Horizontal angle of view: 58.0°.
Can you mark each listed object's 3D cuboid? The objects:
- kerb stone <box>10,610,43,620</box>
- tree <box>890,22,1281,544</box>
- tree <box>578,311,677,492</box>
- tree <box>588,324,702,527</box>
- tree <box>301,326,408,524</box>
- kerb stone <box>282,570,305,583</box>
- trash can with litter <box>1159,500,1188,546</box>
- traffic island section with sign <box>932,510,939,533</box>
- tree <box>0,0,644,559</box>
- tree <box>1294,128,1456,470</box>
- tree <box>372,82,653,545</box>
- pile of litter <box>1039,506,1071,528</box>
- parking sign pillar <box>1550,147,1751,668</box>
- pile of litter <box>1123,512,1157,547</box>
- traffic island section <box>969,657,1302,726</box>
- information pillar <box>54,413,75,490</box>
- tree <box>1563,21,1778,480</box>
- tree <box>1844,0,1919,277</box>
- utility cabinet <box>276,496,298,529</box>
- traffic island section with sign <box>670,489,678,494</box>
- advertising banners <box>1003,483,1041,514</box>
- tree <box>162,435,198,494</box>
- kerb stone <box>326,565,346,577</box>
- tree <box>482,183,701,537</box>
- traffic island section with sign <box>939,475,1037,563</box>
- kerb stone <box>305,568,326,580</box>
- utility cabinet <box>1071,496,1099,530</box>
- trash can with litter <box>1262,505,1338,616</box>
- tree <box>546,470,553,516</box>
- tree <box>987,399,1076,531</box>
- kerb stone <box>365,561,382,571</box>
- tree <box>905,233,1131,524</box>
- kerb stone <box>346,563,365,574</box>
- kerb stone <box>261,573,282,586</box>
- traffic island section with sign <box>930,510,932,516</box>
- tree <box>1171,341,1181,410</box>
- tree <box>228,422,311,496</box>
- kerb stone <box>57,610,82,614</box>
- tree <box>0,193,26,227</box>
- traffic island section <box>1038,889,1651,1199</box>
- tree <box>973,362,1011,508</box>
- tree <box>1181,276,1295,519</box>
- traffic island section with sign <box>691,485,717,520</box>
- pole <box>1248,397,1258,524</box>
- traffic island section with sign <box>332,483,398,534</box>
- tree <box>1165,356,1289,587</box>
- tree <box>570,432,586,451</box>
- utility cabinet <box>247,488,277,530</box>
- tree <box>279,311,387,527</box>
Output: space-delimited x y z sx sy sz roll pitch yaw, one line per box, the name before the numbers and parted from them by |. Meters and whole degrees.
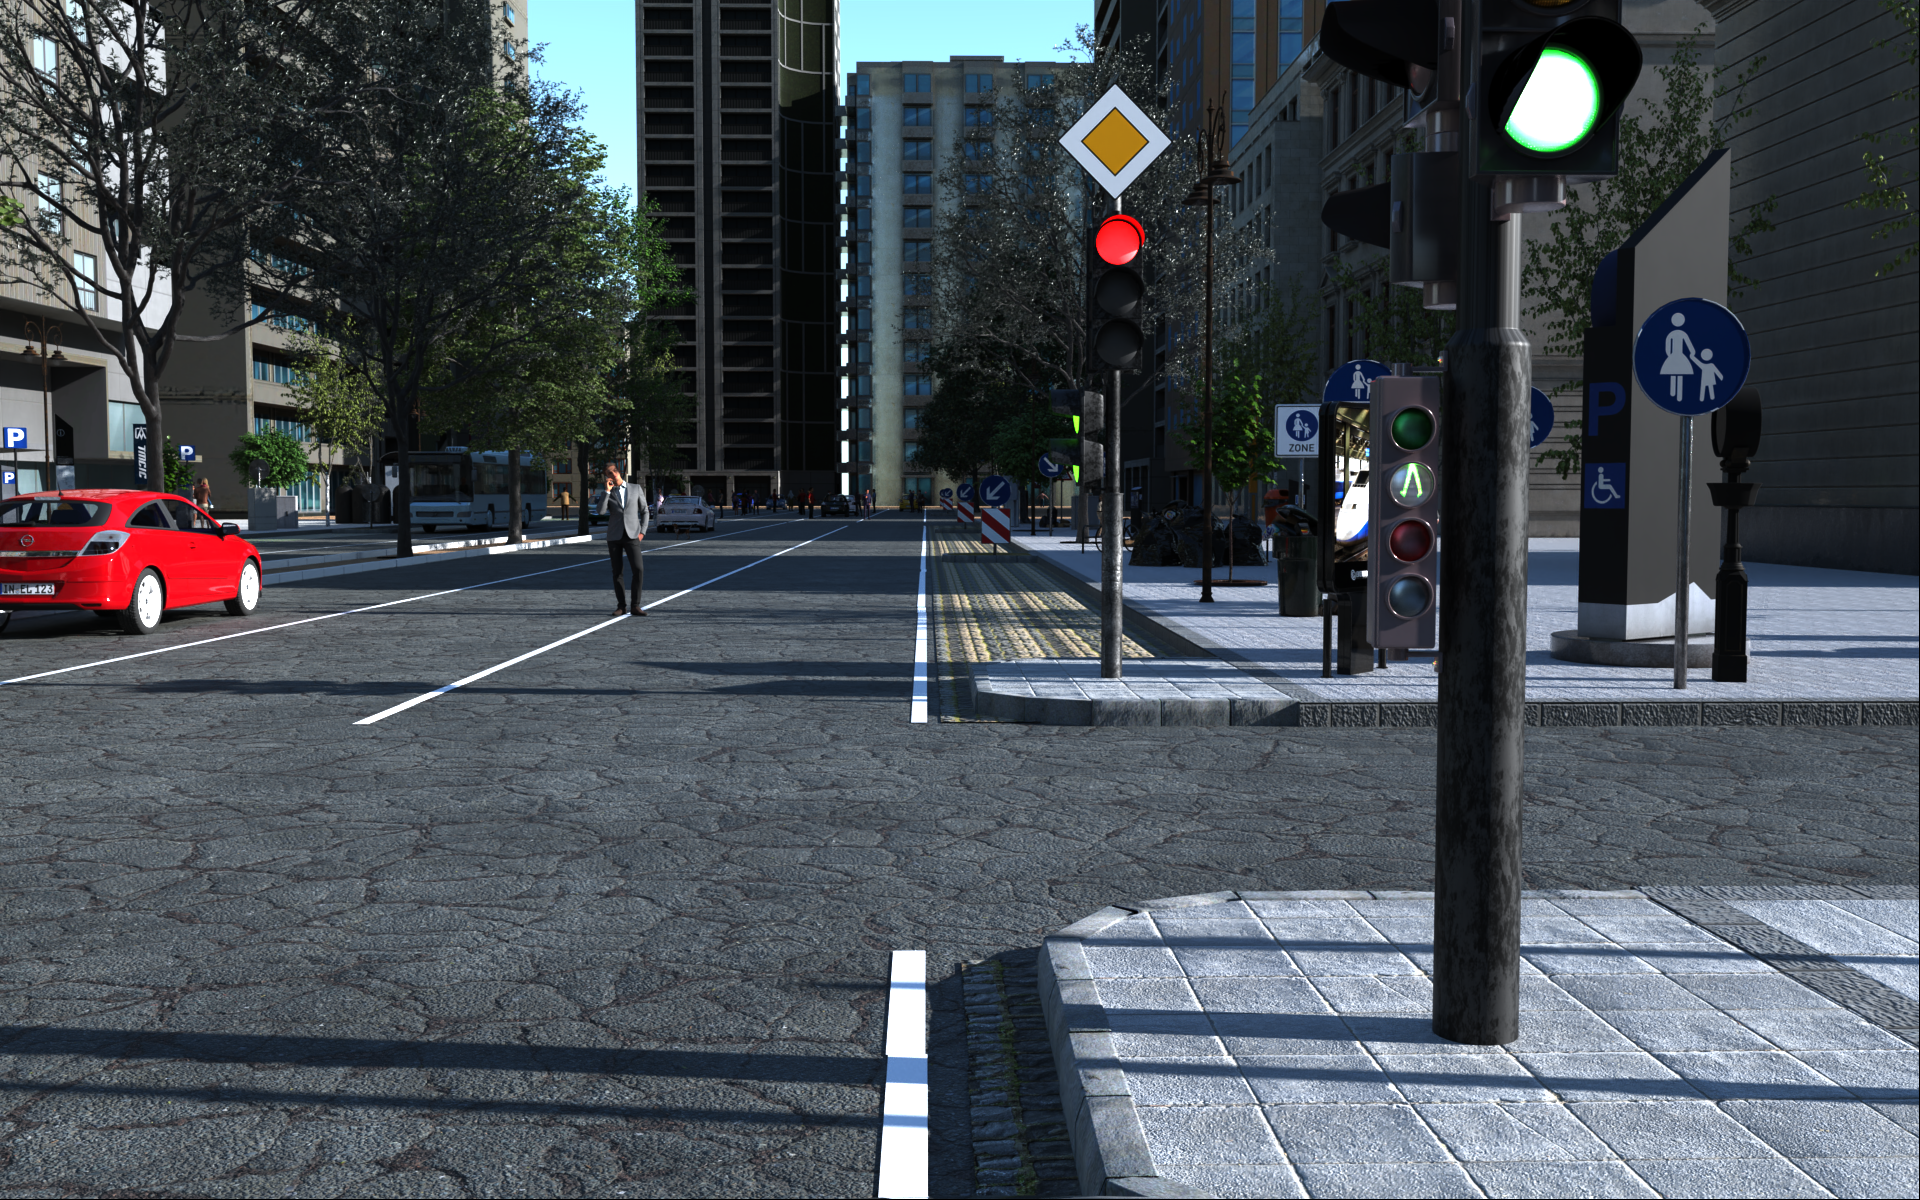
kerb stone | -10.833 0.137 20.121 0.120 0.150 1.000 0 4 -1
tree | 3.297 -8.214 44.668 12.009 13.543 11.850 0 3 0
tree | -12.741 -6.867 65.097 4.360 8.622 3.978 0 3 0
tree | -12.740 -7.302 72.213 4.737 8.622 4.395 0 3 0
tree | -25.430 -7.544 73.702 4.360 8.622 3.978 0 3 0
kerb stone | -11.002 -0.376 28.339 0.120 0.150 1.000 0 4 -1
trash can with litter | 4.027 -1.391 34.134 0.624 1.170 1.055 -2 4 -31
traffic island section with sign | 0.078 -3.367 63.674 1.989 1.847 2.006 0 4 -1
tree | -12.236 -7.640 37.741 12.009 13.543 11.850 0 3 0
tree | 9.541 -5.167 34.835 4.737 8.622 4.395 0 3 0
tree | -12.509 -7.811 48.288 7.486 12.596 7.792 0 3 0
pile of litter | 3.754 -3.222 66.650 1.719 0.858 1.176 -2 4 -29
parking sign pillar | 5.350 -1.521 13.345 1.447 3.967 1.447 -3 4 -37
pile of litter | 4.488 -1.720 42.081 1.176 0.858 1.719 -2 4 -28
traffic island section | 1.083 0.621 12.130 2.009 0.180 2.903 0 4 -1
information pillar | -26.060 -3.612 50.416 0.504 3.616 0.183 -3 5 -40
tree | 11.024 -4.748 27.987 4.737 8.622 4.395 0 3 0
tree | 12.039 -4.170 18.537 4.737 8.622 4.395 0 3 0
utility cabinet | -25.157 -3.253 64.342 1.020 1.237 0.306 0 4 -4
traffic island section with sign | -23.160 -8.059 140.398 1.989 1.847 2.006 0 4 -1
advertising banners | 3.093 -5.461 85.467 2.074 3.025 0.090 0 4 5
tree | -25.669 -3.782 56.435 1.663 3.219 1.824 0 3 0
kerb stone | -11.042 -0.496 30.386 0.120 0.150 1.000 0 4 -1
tree | -12.407 -7.884 57.110 9.928 11.665 9.643 0 3 0
traffic island section with sign | 0.613 -1.718 36.724 1.989 1.847 2.006 0 4 -1
kerb stone | -11.021 -0.437 29.363 0.120 0.150 1.000 0 4 -1
utility cabinet | 4.513 -3.144 62.561 1.020 1.237 0.306 -2 4 -28
trash can with litter | 3.779 -0.426 18.358 1.055 1.170 0.624 -2 4 -26
tree | -24.997 -6.678 103.788 1.663 3.219 1.824 0 3 0
tree | 2.612 -4.664 59.967 4.285 4.588 4.351 0 3 0
kerb stone | -11.083 -0.626 32.431 0.120 0.150 1.000 0 4 -1
tree | 2.739 -9.678 75.249 9.611 12.733 9.660 0 3 0
kerb stone | -11.059 -0.563 31.408 0.120 0.150 1.000 0 4 -1
kerb stone | -10.982 -0.313 27.317 0.120 0.150 1.000 0 4 -1
traffic island section with sign | -0.914 -6.437 113.865 1.989 1.847 2.006 0 4 -1
tree | 10.191 -7.022 65.165 4.737 8.622 4.395 0 3 0
tree | -33.559 -6.203 85.137 4.285 4.588 4.351 0 3 0
kerb stone | -10.858 0.064 21.152 0.120 0.150 1.000 0 4 -1
tree | -11.624 -5.732 14.306 7.486 12.596 7.792 0 3 0
traffic island section | 1.240 1.109 4.146 2.009 0.180 2.903 0 4 -1
tree | 2.229 -8.594 90.881 4.737 8.622 4.395 0 3 0
tree | 10.327 -6.550 57.457 4.737 8.622 4.395 0 3 0
traffic island section with sign | -13.197 -4.803 86.663 2.006 1.907 1.989 0 4 -1
pole | 6.169 -2.607 36.463 0.158 3.312 0.155 0 3 0
traffic island section with sign | -21.638 -3.341 63.257 1.989 1.847 2.006 0 4 -1
tree | 3.945 -1.819 24.341 1.663 3.219 1.824 0 3 0
tree | -26.033 -10.749 126.100 4.737 8.622 4.395 0 3 0
utility cabinet | -24.523 -3.191 60.856 0.318 1.500 1.173 1 4 16
tree | -24.842 -7.212 68.287 4.737 8.622 4.395 0 3 0
